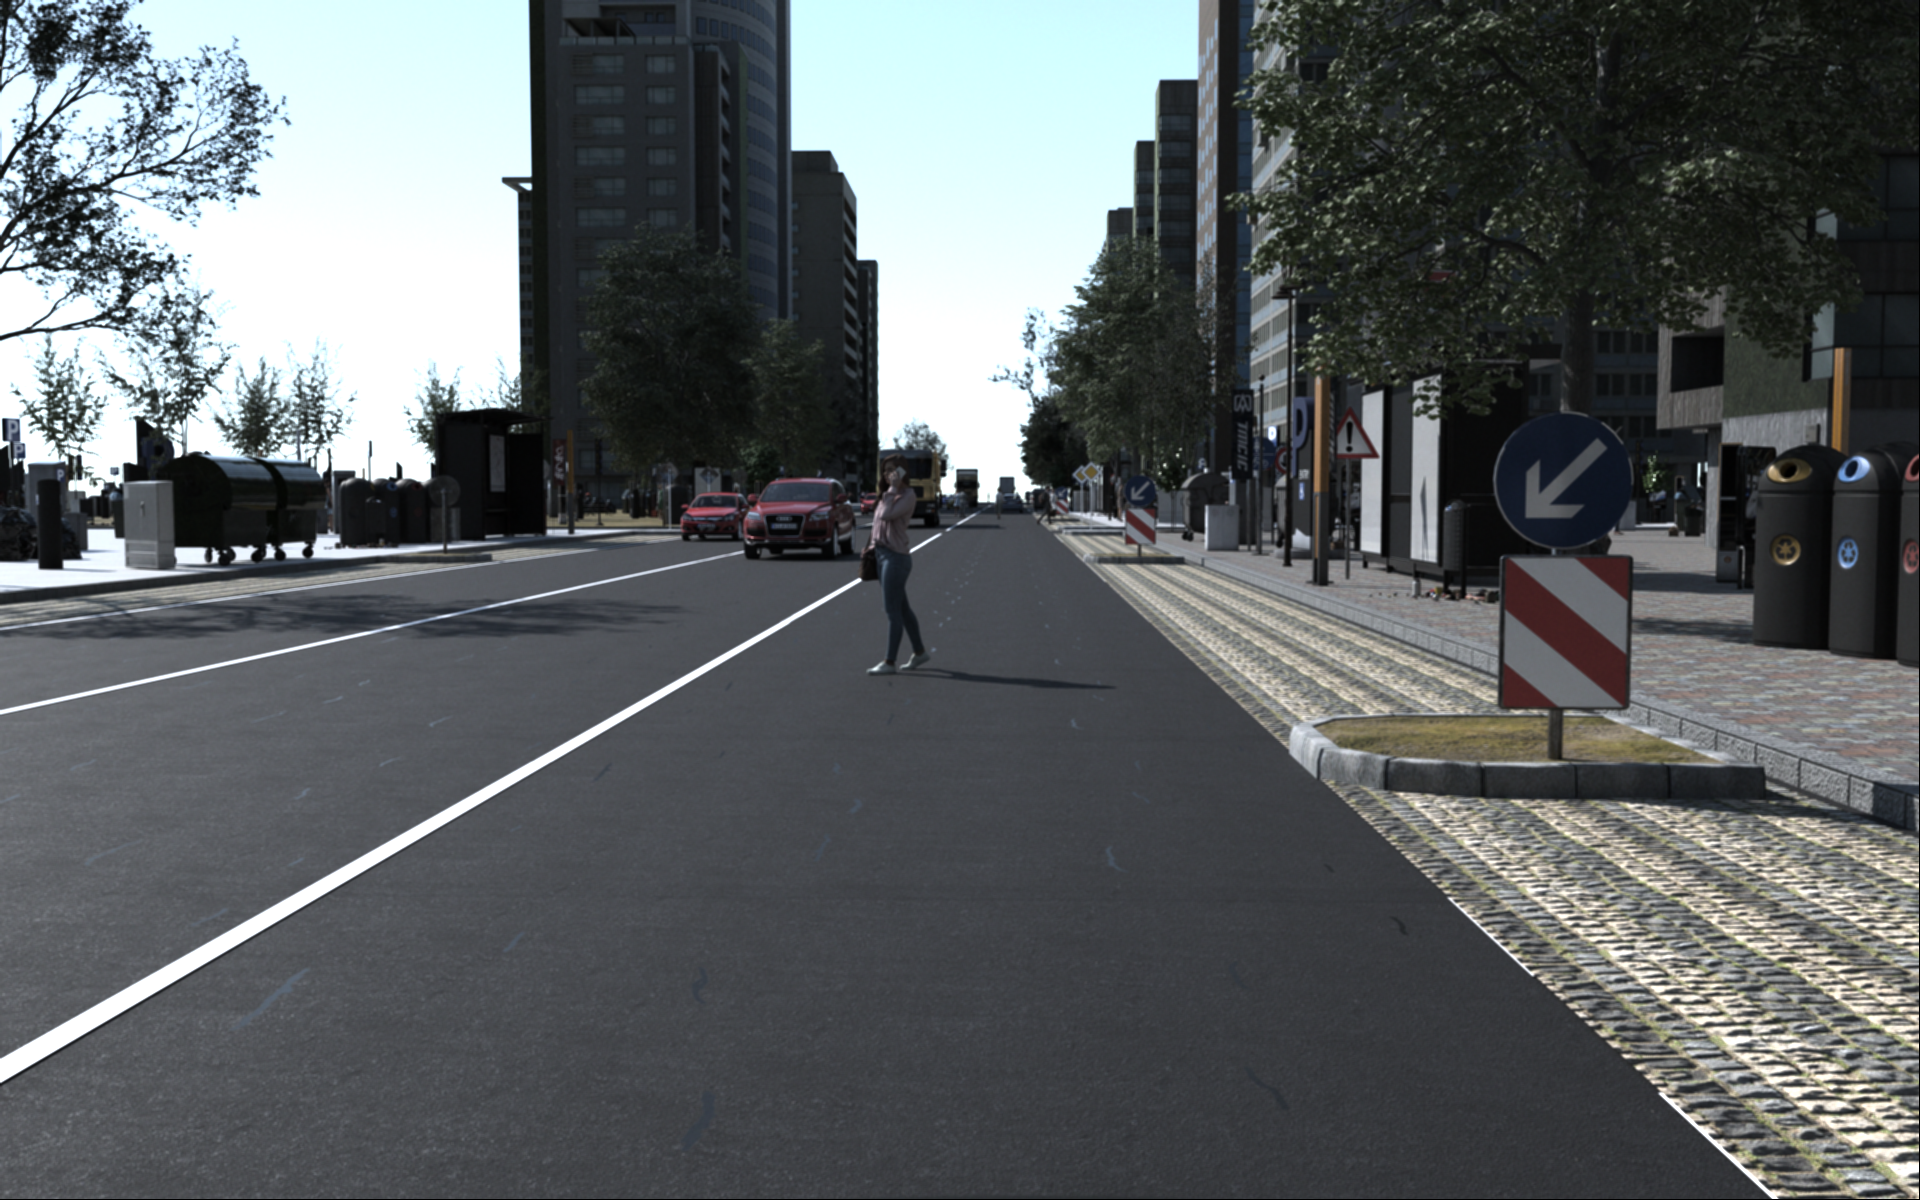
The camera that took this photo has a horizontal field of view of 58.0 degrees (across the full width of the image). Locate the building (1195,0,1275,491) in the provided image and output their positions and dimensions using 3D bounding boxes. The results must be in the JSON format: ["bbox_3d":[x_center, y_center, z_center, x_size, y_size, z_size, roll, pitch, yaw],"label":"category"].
[{"bbox_3d":[26.216,-29.695,135.622,14.600,45.320,14.200,0,4,2],"label":"building"}]

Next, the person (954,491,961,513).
[{"bbox_3d":[-0.166,-7.464,130.711,0.709,1.800,0.728,-2,4,-23],"label":"person"}]

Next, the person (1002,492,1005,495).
[{"bbox_3d":[5.413,-12.514,214.578,0.415,1.643,0.593,3,5,43],"label":"person"}]

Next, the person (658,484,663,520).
[{"bbox_3d":[-14.525,-4.804,84.832,0.529,1.795,0.600,3,4,36],"label":"person"}]

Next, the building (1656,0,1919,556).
[{"bbox_3d":[23.332,-16.291,38.068,14.160,30.474,14.107,0,4,2],"label":"building"}]

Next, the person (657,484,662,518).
[{"bbox_3d":[-15.117,-4.989,87.720,0.391,1.810,0.635,1,4,12],"label":"person"}]

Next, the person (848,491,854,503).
[{"bbox_3d":[-14.076,-13.082,220.645,1.217,1.736,0.721,-1,4,-14],"label":"person"}]

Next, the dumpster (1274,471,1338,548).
[{"bbox_3d":[8.086,-2.120,40.427,1.264,1.857,1.865,0,4,2],"label":"dumpster"}]

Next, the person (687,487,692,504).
[{"bbox_3d":[-19.567,-7.272,125.124,0.511,1.800,0.466,-1,4,-20],"label":"person"}]

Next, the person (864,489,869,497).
[{"bbox_3d":[-9.151,-9.999,170.187,0.551,1.740,0.621,-3,4,-37],"label":"person"}]

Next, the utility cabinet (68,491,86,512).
[{"bbox_3d":[-55.210,-6.088,108.213,1.173,1.500,0.318,1,4,9],"label":"utility cabinet"}]

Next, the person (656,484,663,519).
[{"bbox_3d":[-14.884,-4.922,86.863,0.694,1.780,0.624,1,4,15],"label":"person"}]

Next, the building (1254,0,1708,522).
[{"bbox_3d":[28.826,-24.584,93.835,23.993,40.220,32.217,0,4,2],"label":"building"}]

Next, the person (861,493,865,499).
[{"bbox_3d":[-11.770,-12.512,211.557,0.756,1.711,0.436,-1,4,-21],"label":"person"}]

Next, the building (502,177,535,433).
[{"bbox_3d":[-33.487,-31.067,199.820,32.217,40.220,23.993,0,4,2],"label":"building"}]

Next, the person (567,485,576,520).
[{"bbox_3d":[-19.243,-4.831,85.709,0.598,1.740,0.731,1,4,15],"label":"person"}]

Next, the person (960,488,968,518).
[{"bbox_3d":[0.236,-5.886,104.915,0.511,1.800,0.466,2,4,29],"label":"person"}]

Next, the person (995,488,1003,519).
[{"bbox_3d":[2.237,-5.525,99.061,0.478,1.798,0.641,0,4,6],"label":"person"}]

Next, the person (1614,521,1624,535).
[{"bbox_3d":[20.905,-2.985,55.036,0.419,1.800,0.721,2,4,32],"label":"person"}]

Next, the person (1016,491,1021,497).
[{"bbox_3d":[8.879,-15.920,268.421,1.348,1.869,0.705,3,4,38],"label":"person"}]

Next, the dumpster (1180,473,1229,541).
[{"bbox_3d":[6.750,-2.548,47.424,1.264,1.857,1.865,0,4,2],"label":"dumpster"}]

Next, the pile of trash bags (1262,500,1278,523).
[{"bbox_3d":[14.840,-4.109,76.931,1.912,1.369,3.447,-2,4,-32],"label":"pile of trash bags"}]

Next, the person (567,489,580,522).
[{"bbox_3d":[-17.960,-4.543,80.521,0.606,1.804,0.583,-3,5,-42],"label":"person"}]

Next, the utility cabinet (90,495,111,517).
[{"bbox_3d":[-49.142,-5.375,99.042,0.306,1.237,1.020,3,4,38],"label":"utility cabinet"}]

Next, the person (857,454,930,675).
[{"bbox_3d":[-0.484,-0.295,13.906,0.643,1.750,0.593,-2,4,-25],"label":"person"}]

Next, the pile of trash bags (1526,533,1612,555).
[{"bbox_3d":[10.872,-1.328,31.473,1.912,1.369,3.447,1,4,20],"label":"pile of trash bags"}]

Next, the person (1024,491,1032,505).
[{"bbox_3d":[9.150,-13.705,232.657,1.350,1.814,0.705,3,4,38],"label":"person"}]

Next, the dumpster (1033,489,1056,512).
[{"bbox_3d":[6.613,-7.751,134.947,1.865,1.857,1.264,0,4,2],"label":"dumpster"}]

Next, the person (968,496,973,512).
[{"bbox_3d":[0.842,-7.689,138.888,0.362,1.253,0.373,-1,4,-22],"label":"person"}]

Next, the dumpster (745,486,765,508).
[{"bbox_3d":[-12.297,-6.313,105.707,1.502,2.255,1.985,0,4,2],"label":"dumpster"}]

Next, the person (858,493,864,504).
[{"bbox_3d":[-10.295,-10.456,180.229,0.697,1.427,0.421,1,4,12],"label":"person"}]

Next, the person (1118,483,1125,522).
[{"bbox_3d":[7.500,-4.527,80.398,0.374,1.781,0.599,1,4,13],"label":"person"}]

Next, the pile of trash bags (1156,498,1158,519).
[{"bbox_3d":[10.970,-4.965,90.922,1.912,1.369,3.447,1,4,11],"label":"pile of trash bags"}]

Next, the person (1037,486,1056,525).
[{"bbox_3d":[4.033,-4.432,80.923,0.822,1.834,0.622,1,4,17],"label":"person"}]

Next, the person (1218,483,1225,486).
[{"bbox_3d":[7.389,-2.568,49.034,0.522,1.701,0.512,-3,5,-44],"label":"person"}]

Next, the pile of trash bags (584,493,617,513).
[{"bbox_3d":[-25.026,-6.547,116.798,3.447,1.369,1.912,-3,4,-39],"label":"pile of trash bags"}]

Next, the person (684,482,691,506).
[{"bbox_3d":[-12.356,-4.421,78.432,0.767,1.812,0.694,-2,4,-32],"label":"person"}]

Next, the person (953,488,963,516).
[{"bbox_3d":[-0.142,-6.312,111.797,0.616,1.811,0.778,3,5,43],"label":"person"}]

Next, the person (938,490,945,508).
[{"bbox_3d":[-1.878,-10.046,172.693,0.705,1.831,1.348,-2,4,-28],"label":"person"}]

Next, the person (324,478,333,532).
[{"bbox_3d":[-21.124,-3.157,57.755,0.616,1.811,0.778,3,5,39],"label":"person"}]

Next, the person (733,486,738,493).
[{"bbox_3d":[-15.481,-6.778,117.080,1.509,1.804,0.699,-2,4,-28],"label":"person"}]

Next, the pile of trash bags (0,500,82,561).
[{"bbox_3d":[-18.906,-1.437,33.249,1.912,1.369,3.447,2,4,31],"label":"pile of trash bags"}]

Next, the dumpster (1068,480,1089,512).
[{"bbox_3d":[8.590,-7.471,124.642,1.502,2.255,1.985,0,4,2],"label":"dumpster"}]

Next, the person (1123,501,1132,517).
[{"bbox_3d":[9.229,-5.404,94.375,0.713,1.824,0.794,0,4,7],"label":"person"}]

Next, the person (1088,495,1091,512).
[{"bbox_3d":[9.158,-6.881,123.226,0.352,1.250,0.332,3,5,44],"label":"person"}]

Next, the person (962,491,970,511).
[{"bbox_3d":[0.359,-8.571,149.346,1.217,1.736,0.721,-2,4,-26],"label":"person"}]

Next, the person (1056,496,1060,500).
[{"bbox_3d":[11.111,-11.641,196.371,1.348,1.824,0.705,-1,4,-9],"label":"person"}]

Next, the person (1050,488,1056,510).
[{"bbox_3d":[5.846,-6.074,108.157,0.624,1.780,0.694,-2,4,-33],"label":"person"}]

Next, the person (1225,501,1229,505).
[{"bbox_3d":[7.278,-2.348,45.269,0.643,1.720,0.563,1,4,20],"label":"person"}]
